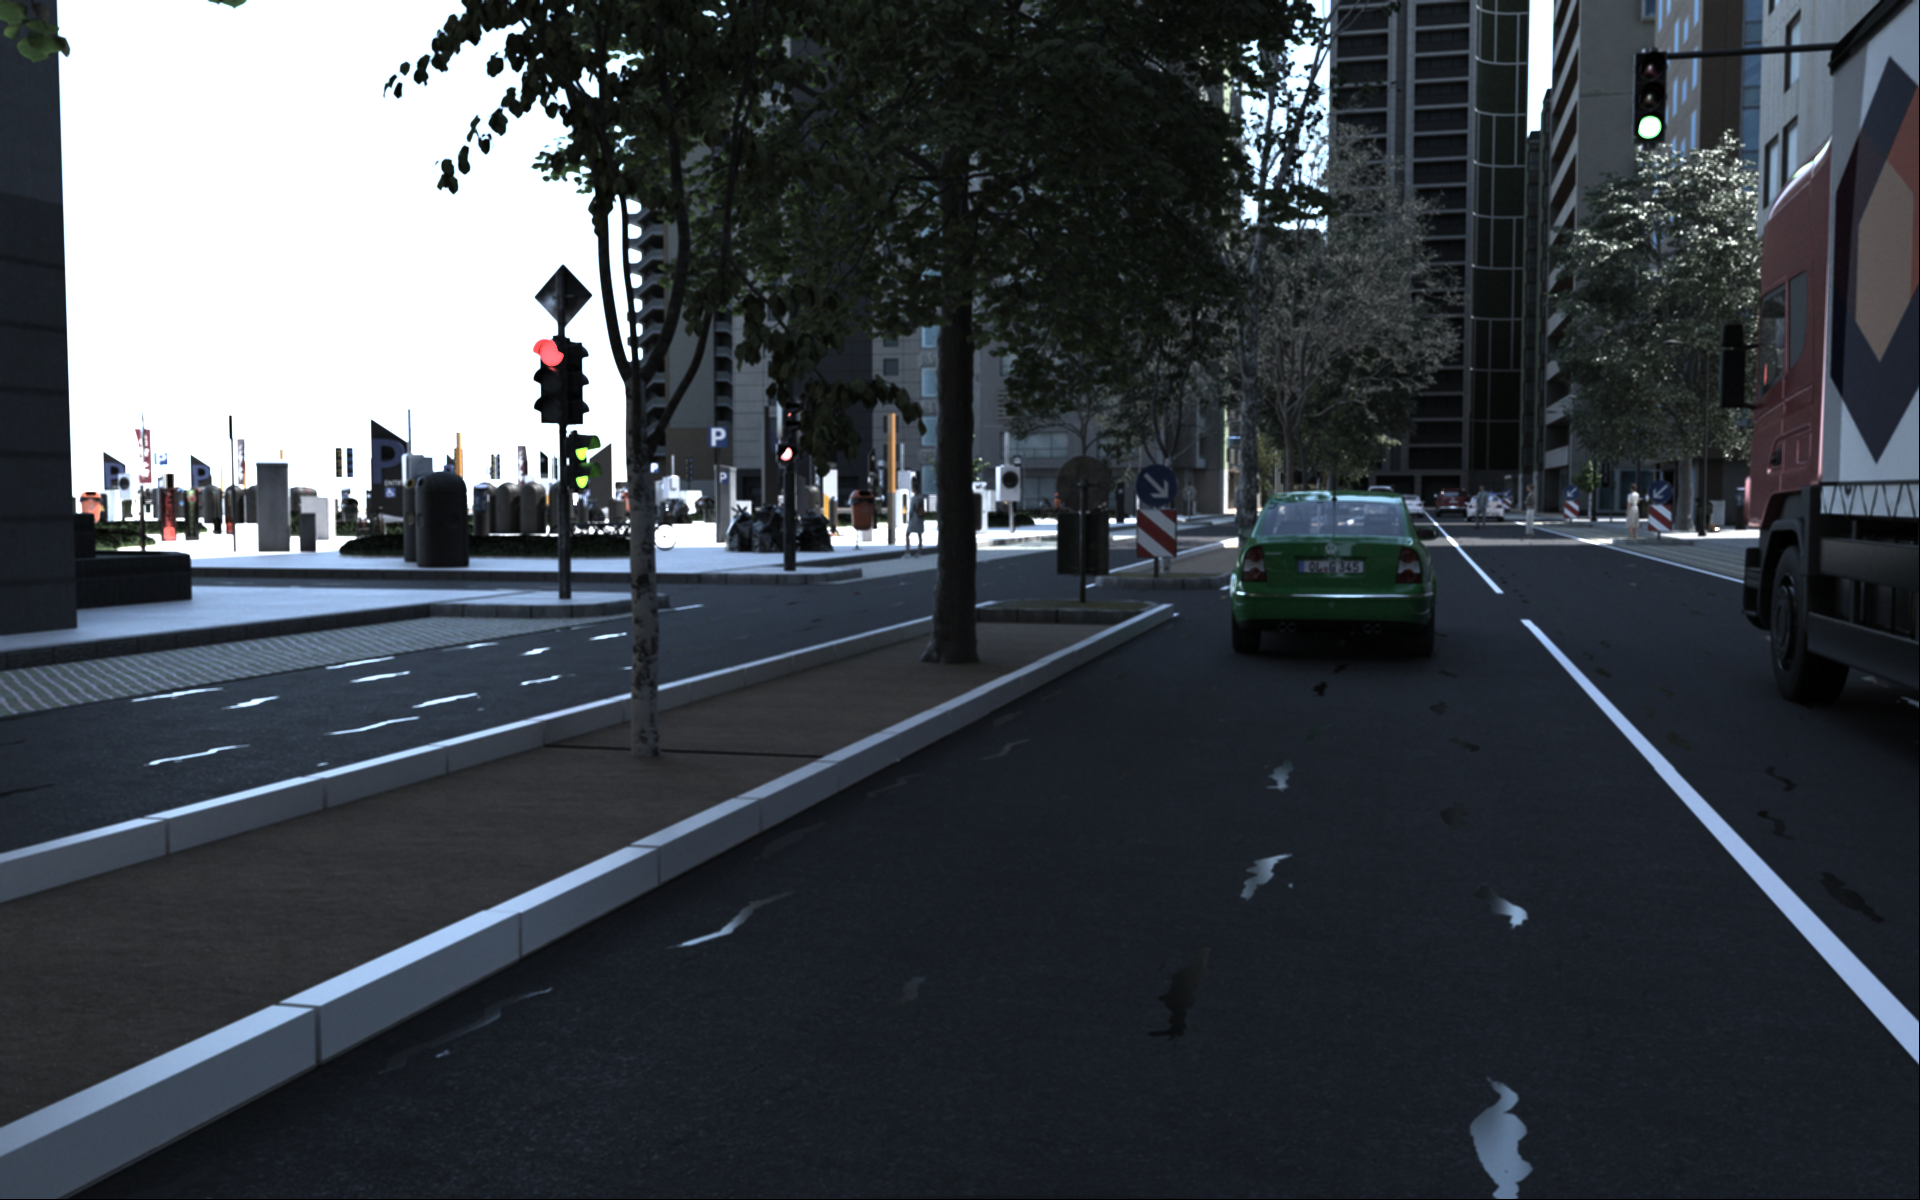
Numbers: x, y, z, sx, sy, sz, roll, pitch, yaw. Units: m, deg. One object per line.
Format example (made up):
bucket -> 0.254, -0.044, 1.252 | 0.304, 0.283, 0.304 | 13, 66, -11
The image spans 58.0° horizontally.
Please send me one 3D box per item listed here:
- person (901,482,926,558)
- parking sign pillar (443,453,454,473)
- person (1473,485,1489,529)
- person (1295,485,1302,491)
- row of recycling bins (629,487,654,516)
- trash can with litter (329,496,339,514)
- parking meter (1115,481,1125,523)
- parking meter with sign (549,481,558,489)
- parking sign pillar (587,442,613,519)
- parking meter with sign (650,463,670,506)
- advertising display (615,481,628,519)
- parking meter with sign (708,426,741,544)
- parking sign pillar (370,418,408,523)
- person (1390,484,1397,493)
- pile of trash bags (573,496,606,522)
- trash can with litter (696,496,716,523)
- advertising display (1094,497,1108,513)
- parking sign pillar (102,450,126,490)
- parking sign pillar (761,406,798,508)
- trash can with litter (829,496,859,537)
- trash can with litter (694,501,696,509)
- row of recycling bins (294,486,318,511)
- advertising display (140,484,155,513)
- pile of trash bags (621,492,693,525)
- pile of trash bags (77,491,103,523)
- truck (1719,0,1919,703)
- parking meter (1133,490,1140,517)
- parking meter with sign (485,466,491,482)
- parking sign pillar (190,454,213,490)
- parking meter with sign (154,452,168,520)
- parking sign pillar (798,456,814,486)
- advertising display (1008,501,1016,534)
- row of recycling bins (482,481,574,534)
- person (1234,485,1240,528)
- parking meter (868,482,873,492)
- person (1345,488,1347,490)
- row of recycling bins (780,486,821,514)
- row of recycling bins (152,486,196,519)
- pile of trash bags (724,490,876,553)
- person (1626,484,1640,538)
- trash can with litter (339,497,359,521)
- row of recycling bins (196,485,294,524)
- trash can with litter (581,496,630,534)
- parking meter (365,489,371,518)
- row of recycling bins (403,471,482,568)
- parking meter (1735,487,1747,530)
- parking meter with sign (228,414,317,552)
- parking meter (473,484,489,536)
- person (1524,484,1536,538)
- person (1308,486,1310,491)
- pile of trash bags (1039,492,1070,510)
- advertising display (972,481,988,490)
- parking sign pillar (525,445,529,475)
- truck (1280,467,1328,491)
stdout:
person -> -0.979, -1.776, 38.549 | 0.522, 1.701, 0.512 | 3, 4, 36
parking sign pillar -> -33.297, -7.646, 113.489 | 1.447, 3.967, 1.447 | 2, 4, 35
person -> 21.591, -3.859, 71.692 | 0.391, 1.810, 0.635 | -3, 5, -41
person -> 13.260, -3.594, 67.451 | 0.709, 1.800, 0.728 | 2, 4, 30
row of recycling bins -> -18.130, -5.563, 98.066 | 1.069, 1.692, 3.534 | 2, 4, 28
trash can with litter -> -29.958, -4.312, 81.562 | 2.233, 1.210, 1.678 | -3, 4, -36
parking meter -> 7.090, -4.350, 76.838 | 0.399, 1.863, 0.255 | 0, 4, -5
parking meter with sign -> -22.949, -6.229, 98.101 | 1.738, 3.016, 0.543 | 2, 4, 30
parking sign pillar -> -18.541, -6.154, 89.097 | 1.447, 3.967, 1.447 | -3, 5, -39
parking meter with sign -> -16.641, -6.119, 96.311 | 0.543, 3.016, 1.738 | -2, 4, -35
advertising display -> -16.845, -4.980, 86.635 | 0.974, 1.923, 0.123 | 2, 4, 27
parking meter with sign -> -6.135, -3.014, 45.547 | 0.543, 3.016, 1.738 | 0, 4, 6
parking sign pillar -> -20.101, -4.442, 61.095 | 1.447, 3.967, 1.447 | -1, 4, -14
person -> 18.471, -4.032, 74.207 | 0.659, 1.850, 0.755 | -1, 4, -9
pile of trash bags -> -16.838, -4.311, 80.238 | 3.447, 1.369, 1.912 | -1, 4, -9
trash can with litter -> -10.888, -3.949, 75.955 | 0.624, 1.170, 1.055 | 2, 4, 34
advertising display -> 6.135, -4.389, 76.972 | 0.974, 1.923, 0.123 | 2, 4, 34
parking sign pillar -> -52.004, -7.227, 106.629 | 1.447, 3.967, 1.447 | -2, 4, -33
parking sign pillar -> -5.921, -4.001, 53.888 | 1.447, 3.967, 1.447 | -1, 4, -11
trash can with litter -> -3.693, -2.531, 52.446 | 1.678, 1.210, 2.233 | 0, 4, 2
trash can with litter -> -12.748, -4.415, 83.571 | 1.055, 1.170, 0.624 | 2, 4, 23
row of recycling bins -> -38.666, -5.780, 101.622 | 1.069, 1.692, 3.534 | 0, 3, 0
advertising display -> -54.139, -6.742, 115.438 | 0.974, 1.923, 0.123 | -3, 5, -45
pile of trash bags -> -12.833, -3.930, 74.004 | 1.912, 1.369, 3.447 | -2, 4, -34
pile of trash bags -> -26.234, -2.409, 49.146 | 3.447, 1.369, 1.912 | -2, 4, -34
truck -> 6.042, -1.190, 8.366 | 2.839, 4.237, 11.283 | 1, 4, 14
parking meter -> 9.939, -5.447, 97.471 | 0.372, 1.533, 0.369 | 0, 3, 0
parking meter with sign -> -29.788, -6.909, 109.231 | 0.543, 3.016, 1.738 | -2, 4, -26
parking sign pillar -> -50.324, -7.733, 114.912 | 1.447, 3.967, 1.447 | -3, 4, -38
parking meter with sign -> -32.911, -4.597, 71.423 | 0.543, 3.016, 1.738 | -2, 4, -25
parking sign pillar -> -9.443, -7.276, 107.430 | 1.447, 3.967, 1.447 | -1, 4, -10
advertising display -> 1.704, -3.135, 56.477 | 0.123, 1.923, 0.974 | 0, 4, -6
row of recycling bins -> -14.154, -2.995, 56.087 | 3.534, 1.692, 1.069 | 1, 4, 14
person -> 11.907, -3.970, 73.595 | 0.526, 1.800, 0.537 | 2, 4, 35
parking meter -> -4.299, -4.810, 84.349 | 0.255, 1.863, 0.399 | -2, 4, -24
person -> 20.382, -5.071, 91.757 | 0.694, 1.780, 0.624 | 3, 4, 38
row of recycling bins -> -7.808, -4.763, 84.987 | 1.069, 1.692, 3.534 | -2, 4, -29
row of recycling bins -> -41.016, -5.185, 91.879 | 1.069, 1.692, 3.534 | 3, 5, 43
pile of trash bags -> -3.485, -1.794, 39.090 | 3.447, 1.369, 1.912 | -2, 4, -30
person -> 21.328, -2.812, 55.045 | 0.480, 1.755, 0.524 | -2, 4, -24
trash can with litter -> -20.985, -2.951, 59.641 | 0.624, 1.170, 1.055 | -1, 4, -10
row of recycling bins -> -30.904, -4.150, 74.963 | 3.534, 1.692, 1.069 | -1, 4, -10
trash can with litter -> -10.792, -2.531, 52.441 | 2.233, 1.210, 1.678 | -1, 4, -23
parking meter -> -29.004, -4.690, 85.091 | 0.372, 1.533, 0.369 | 0, 3, 0
row of recycling bins -> -9.595, -1.509, 31.783 | 1.069, 1.692, 3.534 | -1, 4, -22
parking meter -> 27.883, -3.265, 61.796 | 0.372, 1.533, 0.369 | 0, 3, 0
parking meter with sign -> -15.172, -2.570, 38.277 | 1.738, 3.016, 0.543 | -1, 4, -18
parking meter -> -11.544, -2.039, 41.747 | 0.372, 1.533, 0.369 | 0, 3, 0
person -> 18.525, -2.895, 56.385 | 0.362, 1.759, 0.519 | 1, 4, 11
person -> 14.721, -3.959, 73.498 | 0.678, 1.792, 0.850 | 2, 4, 27
pile of trash bags -> 5.283, -5.225, 95.189 | 1.912, 1.369, 3.447 | 0, 4, -2
advertising display -> 0.903, -4.966, 86.404 | 0.974, 1.923, 0.123 | -1, 4, -21
parking sign pillar -> -23.932, -6.518, 95.039 | 1.447, 3.967, 1.447 | -1, 4, -18
truck -> 24.127, -7.602, 120.211 | 3.469, 3.379, 9.791 | 1, 4, 13
